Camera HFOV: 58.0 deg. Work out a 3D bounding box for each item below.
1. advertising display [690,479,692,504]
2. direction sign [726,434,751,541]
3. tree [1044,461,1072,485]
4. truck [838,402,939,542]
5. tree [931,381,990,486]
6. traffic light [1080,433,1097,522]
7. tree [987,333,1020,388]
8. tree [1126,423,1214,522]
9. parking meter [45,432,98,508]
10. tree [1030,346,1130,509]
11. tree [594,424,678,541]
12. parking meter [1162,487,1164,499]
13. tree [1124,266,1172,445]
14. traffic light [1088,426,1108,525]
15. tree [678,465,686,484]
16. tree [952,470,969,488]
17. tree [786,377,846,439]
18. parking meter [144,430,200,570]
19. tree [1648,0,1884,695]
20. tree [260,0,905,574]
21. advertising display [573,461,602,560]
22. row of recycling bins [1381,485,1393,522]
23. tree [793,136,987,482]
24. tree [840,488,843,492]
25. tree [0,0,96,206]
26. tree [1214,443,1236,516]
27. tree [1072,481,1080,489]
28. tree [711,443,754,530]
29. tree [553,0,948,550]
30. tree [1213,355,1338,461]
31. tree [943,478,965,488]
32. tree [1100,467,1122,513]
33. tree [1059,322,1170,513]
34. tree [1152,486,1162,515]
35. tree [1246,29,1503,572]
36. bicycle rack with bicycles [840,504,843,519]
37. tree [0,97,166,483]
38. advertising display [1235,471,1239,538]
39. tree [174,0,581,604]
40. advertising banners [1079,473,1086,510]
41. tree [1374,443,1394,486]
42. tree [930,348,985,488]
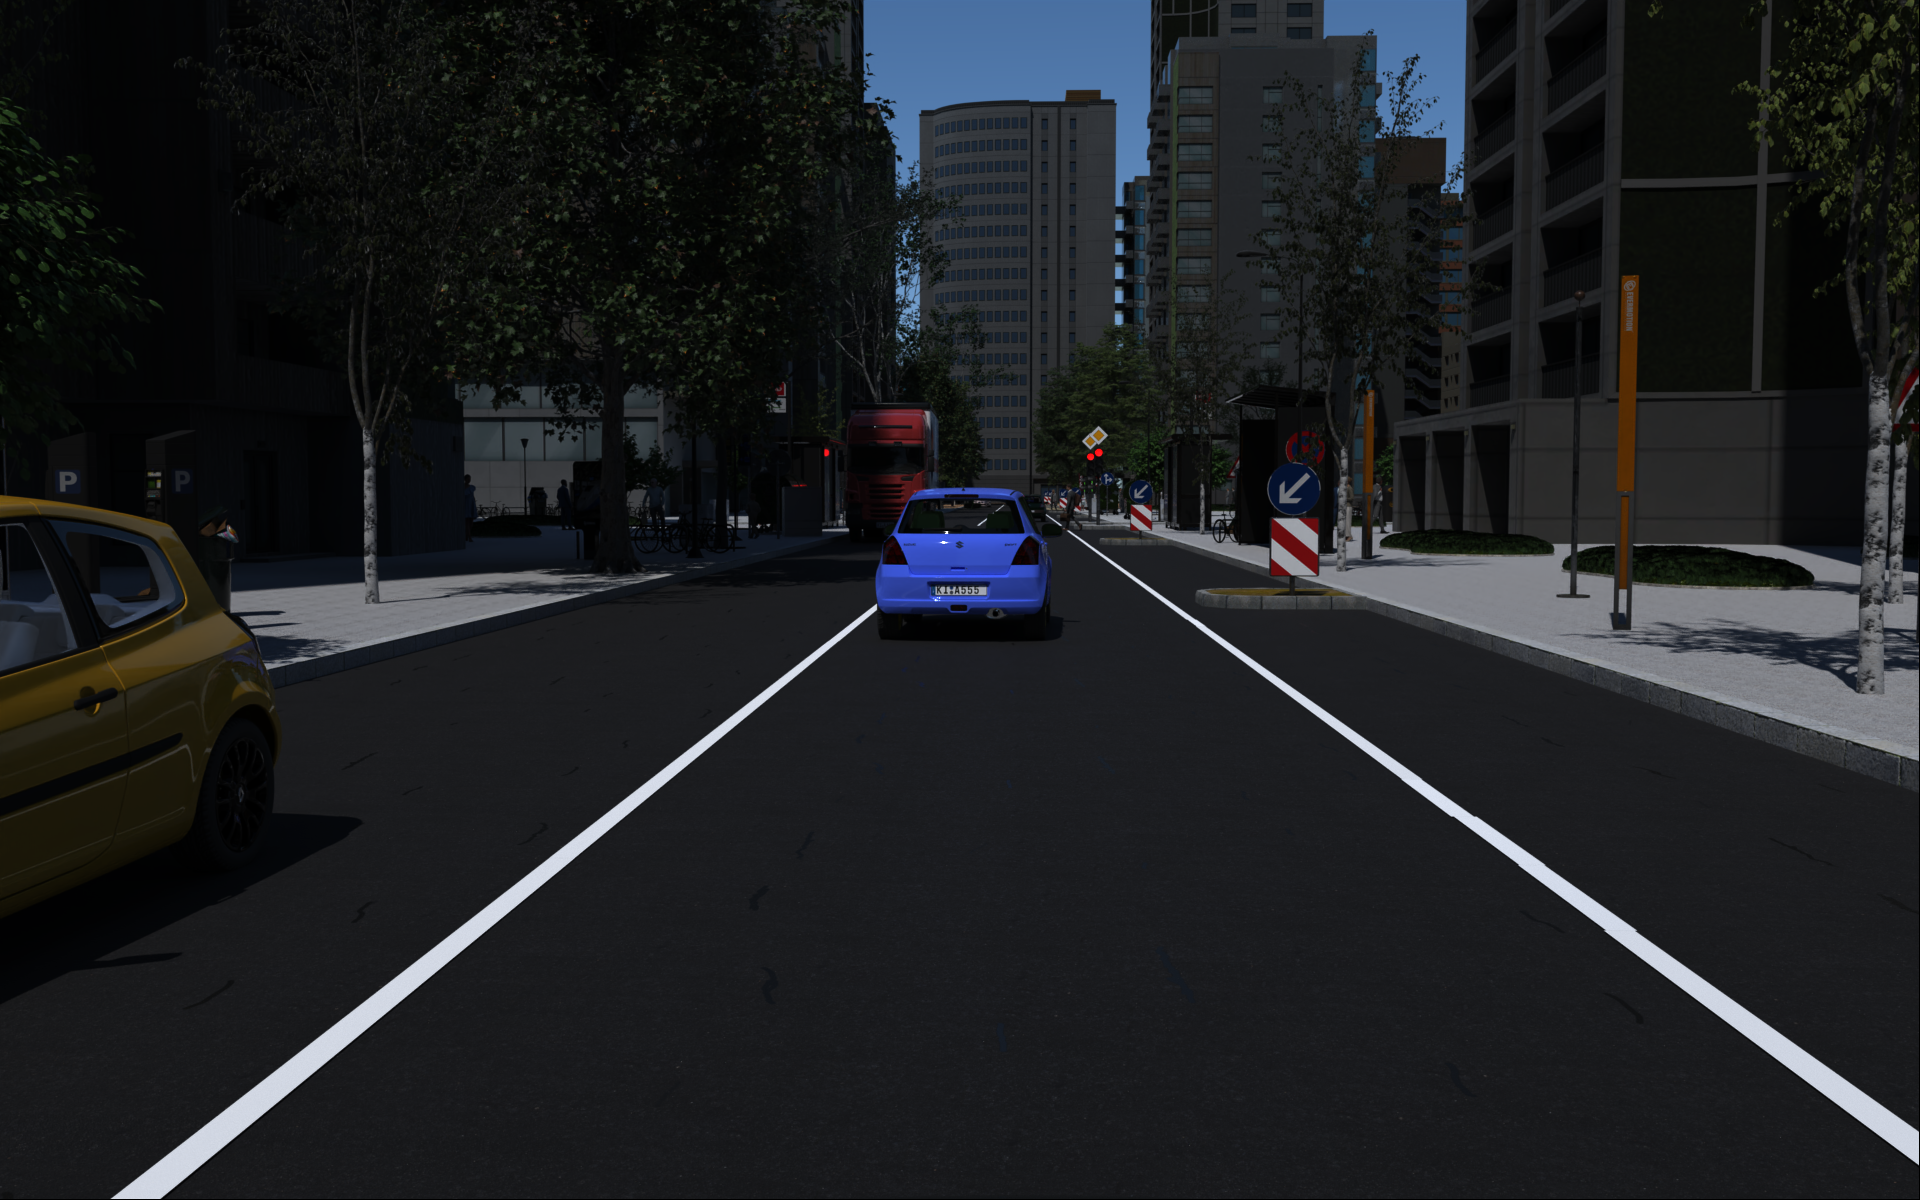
[{"bbox_3d":[-11.191,-4.107,72.358,0.123,1.923,0.974,0,4,-5],"label":"advertising display"},{"bbox_3d":[-6.184,-3.403,47.629,0.876,3.537,0.379,0,4,0],"label":"direction sign"},{"bbox_3d":[14.023,-17.146,214.741,7.601,10.594,8.767,-1,4,-12],"label":"tree"},{"bbox_3d":[-2.079,-4.059,55.286,2.839,4.237,11.283,0,4,1],"label":"truck"},{"bbox_3d":[-1.861,-14.464,154.621,7.486,12.596,7.792,0,3,0],"label":"tree"},{"bbox_3d":[5.944,-5.527,79.289,0.839,4.253,0.868,0,4,2],"label":"traffic light"},{"bbox_3d":[-0.956,-19.351,172.281,12.611,20.169,13.585,0,3,0],"label":"tree"},{"bbox_3d":[9.353,-5.909,80.326,4.285,4.588,4.351,0,3,0],"label":"tree"},{"bbox_3d":[-8.422,-0.656,16.445,0.399,1.863,0.255,0,4,-7],"label":"parking meter"},{"bbox_3d":[10.666,-14.815,148.876,9.857,13.997,8.962,0,3,0],"label":"tree"},{"bbox_3d":[-9.126,-3.259,47.886,1.663,3.219,1.824,0,3,0],"label":"tree"},{"bbox_3d":[10.380,-4.982,87.167,0.399,1.863,0.255,0,4,-2],"label":"parking meter"},{"bbox_3d":[7.445,-6.374,54.580,4.360,8.622,3.978,0,3,0],"label":"tree"},{"bbox_3d":[5.679,-5.039,71.309,0.839,4.253,0.868,0,4,2],"label":"traffic light"},{"bbox_3d":[-10.745,-4.060,60.983,1.663,3.219,1.824,0,3,0],"label":"tree"},{"bbox_3d":[-0.571,-15.172,198.429,4.737,8.622,4.395,0,3,0],"label":"tree"},{"bbox_3d":[-9.312,-9.769,110.077,4.737,8.622,4.395,0,3,0],"label":"tree"},{"bbox_3d":[-7.142,-0.612,15.714,0.255,1.863,0.399,2,4,28],"label":"parking meter"},{"bbox_3d":[6.084,-3.697,10.804,4.737,8.622,4.395,0,3,0],"label":"tree"},{"bbox_3d":[-5.679,-6.789,28.007,9.611,12.733,9.660,0,3,0],"label":"tree"},{"bbox_3d":[-7.219,-1.754,33.888,0.974,1.923,0.123,3,5,41],"label":"advertising display"},{"bbox_3d":[20.951,-4.406,79.148,3.534,1.692,1.069,1,4,21],"label":"row of recycling bins"},{"bbox_3d":[-5.284,-14.550,93.788,12.611,20.169,13.585,0,3,0],"label":"tree"},{"bbox_3d":[-7.665,-9.789,143.758,4.285,4.588,4.351,0,3,0],"label":"tree"},{"bbox_3d":[-13.693,-4.455,23.209,4.737,8.622,4.395,0,3,0],"label":"tree"},{"bbox_3d":[14.568,-7.199,101.425,4.285,4.588,4.351,0,3,0],"label":"tree"},{"bbox_3d":[12.903,-11.941,189.841,1.663,3.219,1.824,0,3,0],"label":"tree"},{"bbox_3d":[-8.182,-4.157,62.572,1.663,3.219,1.824,0,3,0],"label":"tree"},{"bbox_3d":[-5.465,-7.945,40.263,12.009,13.543,11.850,0,3,0],"label":"tree"},{"bbox_3d":[21.025,-11.080,115.567,8.767,10.594,7.601,1,4,10],"label":"tree"},{"bbox_3d":[-0.866,-13.719,208.016,4.285,4.588,4.351,0,3,0],"label":"tree"},{"bbox_3d":[10.515,-7.716,120.750,1.663,3.219,1.824,0,3,0],"label":"tree"},{"bbox_3d":[10.360,-11.989,114.153,7.486,12.596,7.792,0,3,0],"label":"tree"},{"bbox_3d":[12.123,-6.779,105.430,1.663,3.219,1.824,0,3,0],"label":"tree"},{"bbox_3d":[6.523,-4.787,28.630,4.360,8.622,3.978,0,3,0],"label":"tree"},{"bbox_3d":[-4.502,-4.537,87.557,2.925,0.926,2.852,3,5,40],"label":"bicycle rack with bicycles"},{"bbox_3d":[-7.200,-1.712,11.700,4.285,4.588,4.351,0,3,0],"label":"tree"},{"bbox_3d":[7.824,-2.663,48.749,0.123,1.923,0.974,0,4,7],"label":"advertising display"},{"bbox_3d":[-6.669,-4.267,20.131,4.360,8.622,3.978,0,3,0],"label":"tree"},{"bbox_3d":[10.417,-8.852,140.920,0.090,3.025,2.074,-3,5,-45],"label":"advertising banners"},{"bbox_3d":[24.536,-6.842,95.580,4.285,4.588,4.351,0,3,0],"label":"tree"},{"bbox_3d":[-2.719,-13.175,132.417,9.611,12.733,9.660,0,3,0],"label":"tree"}]
